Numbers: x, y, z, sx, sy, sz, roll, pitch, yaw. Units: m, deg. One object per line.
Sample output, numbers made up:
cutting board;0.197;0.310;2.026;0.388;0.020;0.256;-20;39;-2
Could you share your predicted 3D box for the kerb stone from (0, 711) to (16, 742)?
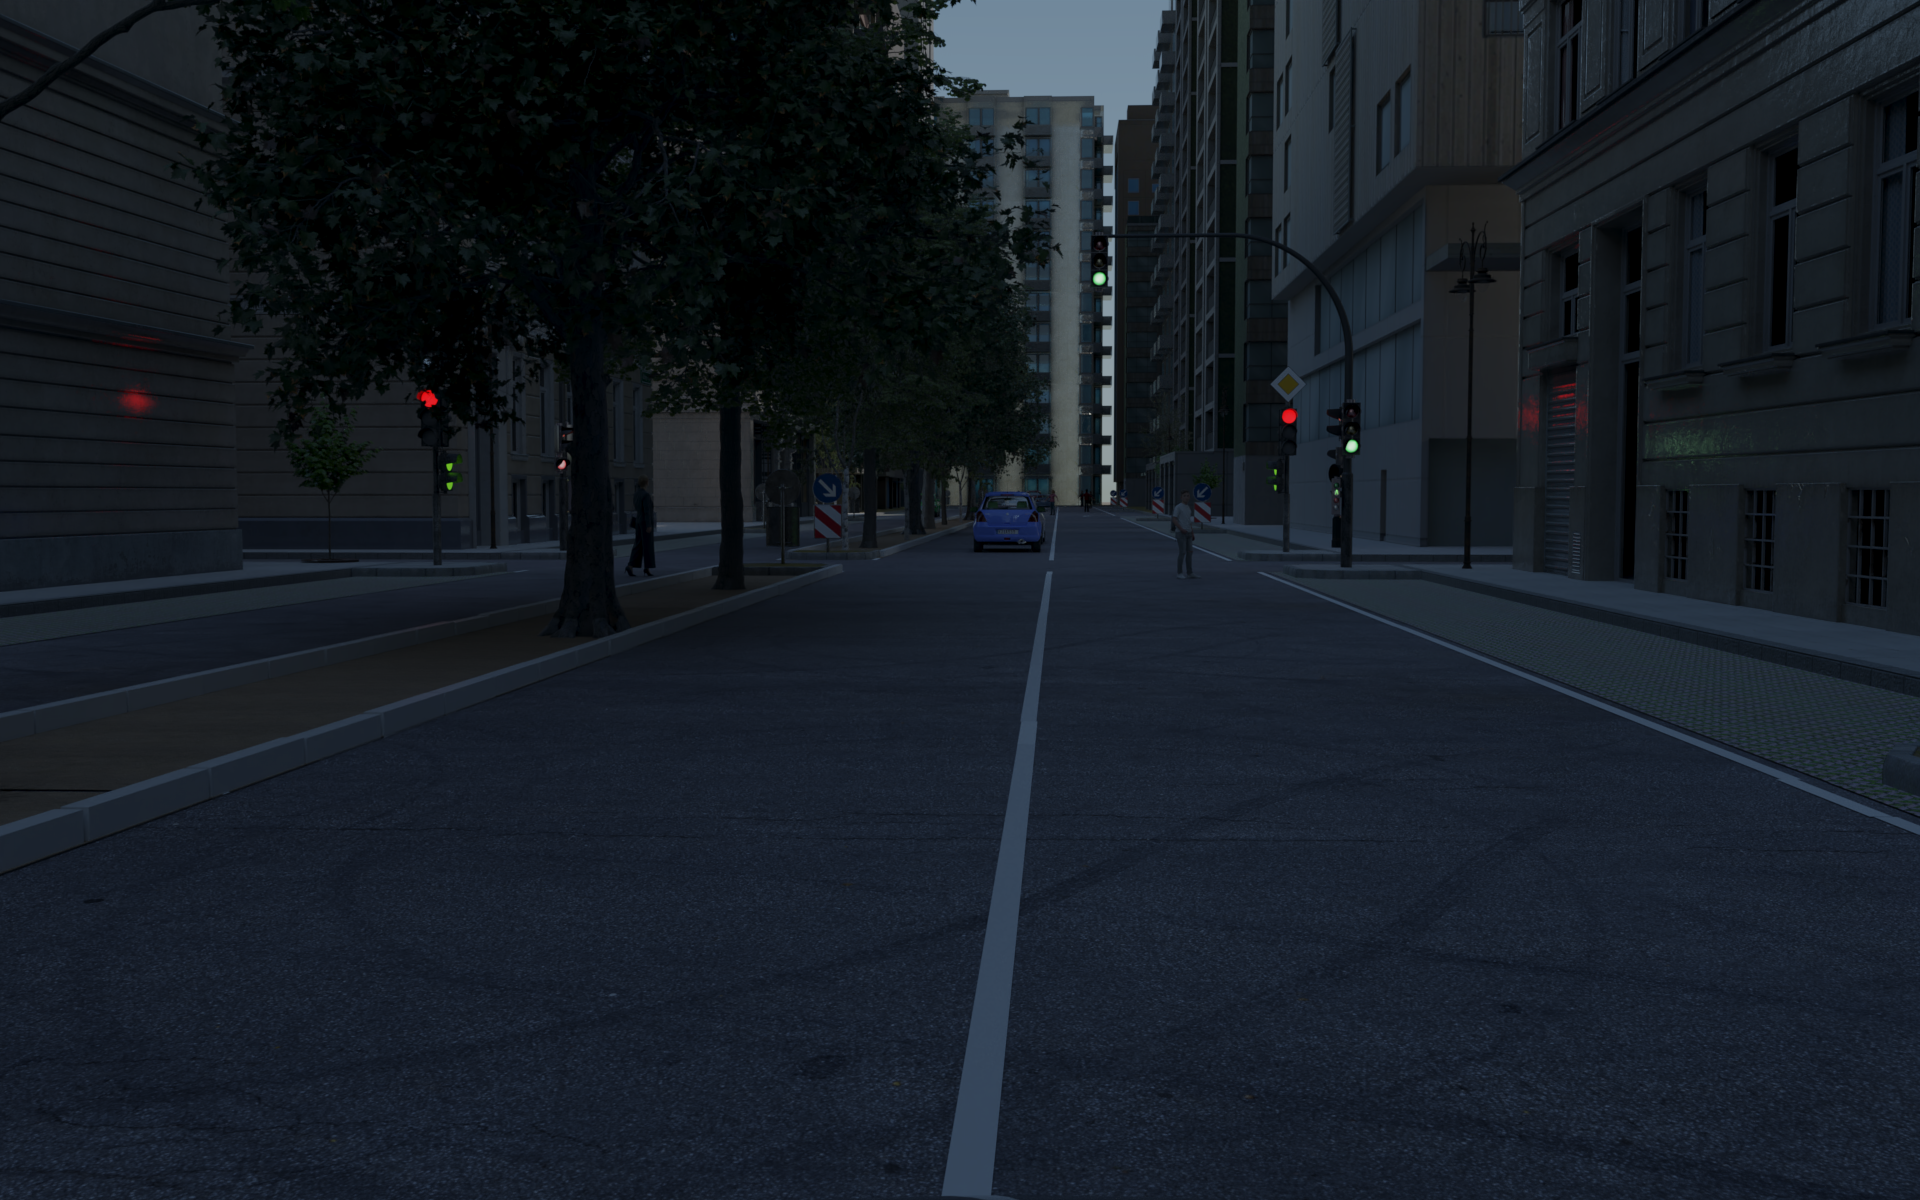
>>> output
kerb stone;-5.573;0.760;9.762;0.120;0.150;1.000;0;4;3

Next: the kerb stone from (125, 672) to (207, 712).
kerb stone;-5.460;0.635;11.808;0.120;0.150;1.000;0;4;3

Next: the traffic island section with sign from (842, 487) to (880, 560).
traffic island section with sign;-2.852;-1.859;38.528;2.006;1.907;1.989;0;4;3

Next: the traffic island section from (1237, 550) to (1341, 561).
traffic island section;7.230;-0.979;38.289;2.009;0.180;2.903;0;4;3

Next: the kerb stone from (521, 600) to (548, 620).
kerb stone;-4.991;0.137;19.982;0.120;0.150;1.000;0;4;3

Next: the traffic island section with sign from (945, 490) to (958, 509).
traffic island section with sign;-1.192;-9.789;168.679;1.989;1.847;2.006;0;4;3

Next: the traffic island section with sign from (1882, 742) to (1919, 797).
traffic island section with sign;5.499;0.040;7.976;1.989;1.847;2.006;0;4;3

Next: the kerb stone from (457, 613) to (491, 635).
kerb stone;-5.105;0.273;17.942;0.120;0.150;1.000;0;4;3

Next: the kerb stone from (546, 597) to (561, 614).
kerb stone;-4.931;0.072;21.011;0.120;0.150;1.000;0;4;3

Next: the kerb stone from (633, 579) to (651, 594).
kerb stone;-4.692;-0.177;25.092;0.120;0.150;1.000;0;4;3

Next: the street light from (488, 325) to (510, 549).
street light;-10.943;-4.138;40.445;0.468;5.910;1.993;0;4;3

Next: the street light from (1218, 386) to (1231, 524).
street light;11.287;-6.195;74.076;0.468;5.910;1.993;0;4;3

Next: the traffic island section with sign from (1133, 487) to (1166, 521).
traffic island section with sign;10.304;-5.066;91.463;1.989;1.847;2.006;0;4;3

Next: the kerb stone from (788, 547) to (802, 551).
kerb stone;-3.838;-1.087;39.974;0.120;0.150;1.000;0;4;3

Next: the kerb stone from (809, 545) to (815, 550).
kerb stone;-3.719;-1.213;42.023;0.120;0.150;1.000;0;4;3

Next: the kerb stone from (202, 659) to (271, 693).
kerb stone;-5.412;0.575;12.829;0.120;0.150;1.000;0;4;3

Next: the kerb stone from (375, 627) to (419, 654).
kerb stone;-5.230;0.387;15.889;0.120;0.150;1.000;0;4;3

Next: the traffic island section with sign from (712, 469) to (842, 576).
traffic island section with sign;-3.288;-1.407;31.133;2.006;1.907;1.989;0;4;3

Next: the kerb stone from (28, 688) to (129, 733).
kerb stone;-5.517;0.698;10.787;0.120;0.150;1.000;0;4;3

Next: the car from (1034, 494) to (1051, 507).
car;7.979;-9.320;164.379;2.014;1.417;4.499;0;4;3

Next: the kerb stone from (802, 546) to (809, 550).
kerb stone;-3.778;-1.147;40.998;0.120;0.150;1.000;0;4;3

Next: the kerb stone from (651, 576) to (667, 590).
kerb stone;-4.637;-0.240;26.116;0.120;0.150;1.000;0;4;3

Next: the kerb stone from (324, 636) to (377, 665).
kerb stone;-5.283;0.450;14.869;0.120;0.150;1.000;0;4;3

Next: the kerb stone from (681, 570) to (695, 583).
kerb stone;-4.517;-0.365;28.157;0.120;0.150;1.000;0;4;3

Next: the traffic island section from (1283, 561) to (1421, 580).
traffic island section;6.771;-0.491;30.317;2.009;0.180;2.903;0;4;3

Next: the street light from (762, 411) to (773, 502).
street light;-8.731;-6.483;78.793;0.468;5.910;1.993;0;4;3

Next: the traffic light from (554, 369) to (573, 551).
traffic light;-6.851;-3.935;39.003;4.771;5.953;1.251;0;4;3

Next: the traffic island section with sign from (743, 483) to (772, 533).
traffic island section with sign;-7.231;-3.372;63.768;1.989;1.847;2.006;0;4;3

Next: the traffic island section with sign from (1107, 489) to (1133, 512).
traffic island section with sign;13.100;-8.038;140.047;1.989;1.847;2.006;0;4;3

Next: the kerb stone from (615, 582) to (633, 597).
kerb stone;-4.762;-0.115;24.072;0.120;0.150;1.000;0;4;3

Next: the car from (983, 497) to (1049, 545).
car;1.538;-2.339;50.612;2.083;1.381;4.827;0;4;4

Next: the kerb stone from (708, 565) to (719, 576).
kerb stone;-4.399;-0.490;30.203;0.120;0.150;1.000;0;4;3

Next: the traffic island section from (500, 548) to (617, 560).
traffic island section;-8.984;-1.036;39.224;2.009;0.180;2.903;0;4;3

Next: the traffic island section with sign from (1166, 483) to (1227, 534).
traffic island section with sign;8.691;-3.346;63.342;1.989;1.847;2.006;0;4;3

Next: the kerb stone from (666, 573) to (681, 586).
kerb stone;-4.577;-0.302;27.136;0.120;0.150;1.000;0;4;3

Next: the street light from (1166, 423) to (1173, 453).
street light;13.554;-8.525;112.174;0.468;5.910;1.993;0;4;3

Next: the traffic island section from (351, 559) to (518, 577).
traffic island section;-9.443;-0.549;31.253;2.009;0.180;2.903;0;4;3

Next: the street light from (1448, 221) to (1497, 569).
street light;8.721;-3.475;29.611;0.468;5.910;1.993;0;4;3

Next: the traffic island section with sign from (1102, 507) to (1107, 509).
traffic island section with sign;14.664;-9.689;167.047;1.989;1.847;2.006;0;4;3

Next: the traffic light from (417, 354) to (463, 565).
traffic light;-9.404;-2.581;31.116;0.839;4.253;0.868;0;4;3

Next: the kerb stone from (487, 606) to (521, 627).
kerb stone;-5.049;0.198;18.962;0.120;0.150;1.000;0;4;3

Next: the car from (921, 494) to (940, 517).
car;-2.178;-6.032;107.425;1.959;1.807;4.718;0;4;2

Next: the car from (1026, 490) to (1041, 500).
car;7.694;-10.558;181.299;2.281;1.827;5.304;0;4;2

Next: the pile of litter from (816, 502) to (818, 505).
pile of litter;-9.265;-5.863;109.817;1.719;0.858;1.176;1;4;14

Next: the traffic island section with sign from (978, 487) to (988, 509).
traffic island section with sign;1.462;-6.447;113.543;2.006;1.907;1.989;0;4;3

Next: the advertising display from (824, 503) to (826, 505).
advertising display;-7.302;-5.453;94.373;0.123;1.923;0.974;-1;4;-11

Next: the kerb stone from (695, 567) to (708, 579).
kerb stone;-4.457;-0.427;29.183;0.120;0.150;1.000;0;4;3

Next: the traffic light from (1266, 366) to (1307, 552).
traffic light;7.191;-3.013;38.177;0.839;4.253;0.868;0;4;3

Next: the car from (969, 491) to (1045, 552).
car;1.197;-2.097;43.874;1.945;1.707;3.694;0;4;1

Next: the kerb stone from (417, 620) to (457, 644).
kerb stone;-5.169;0.323;16.916;0.120;0.150;1.000;0;4;3

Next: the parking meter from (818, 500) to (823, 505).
parking meter;-9.101;-6.411;113.236;0.372;1.533;0.369;0;3;0

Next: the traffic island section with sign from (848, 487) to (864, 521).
traffic island section with sign;-5.616;-5.100;92.017;1.989;1.847;2.006;0;4;3

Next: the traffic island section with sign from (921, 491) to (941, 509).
traffic island section with sign;-2.795;-8.084;140.797;1.989;1.847;2.006;0;4;3

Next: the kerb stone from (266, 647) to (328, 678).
kerb stone;-5.348;0.514;13.849;0.120;0.150;1.000;0;4;3

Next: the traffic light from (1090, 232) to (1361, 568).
traffic light;4.638;-3.395;30.184;4.771;5.953;1.251;0;4;3
